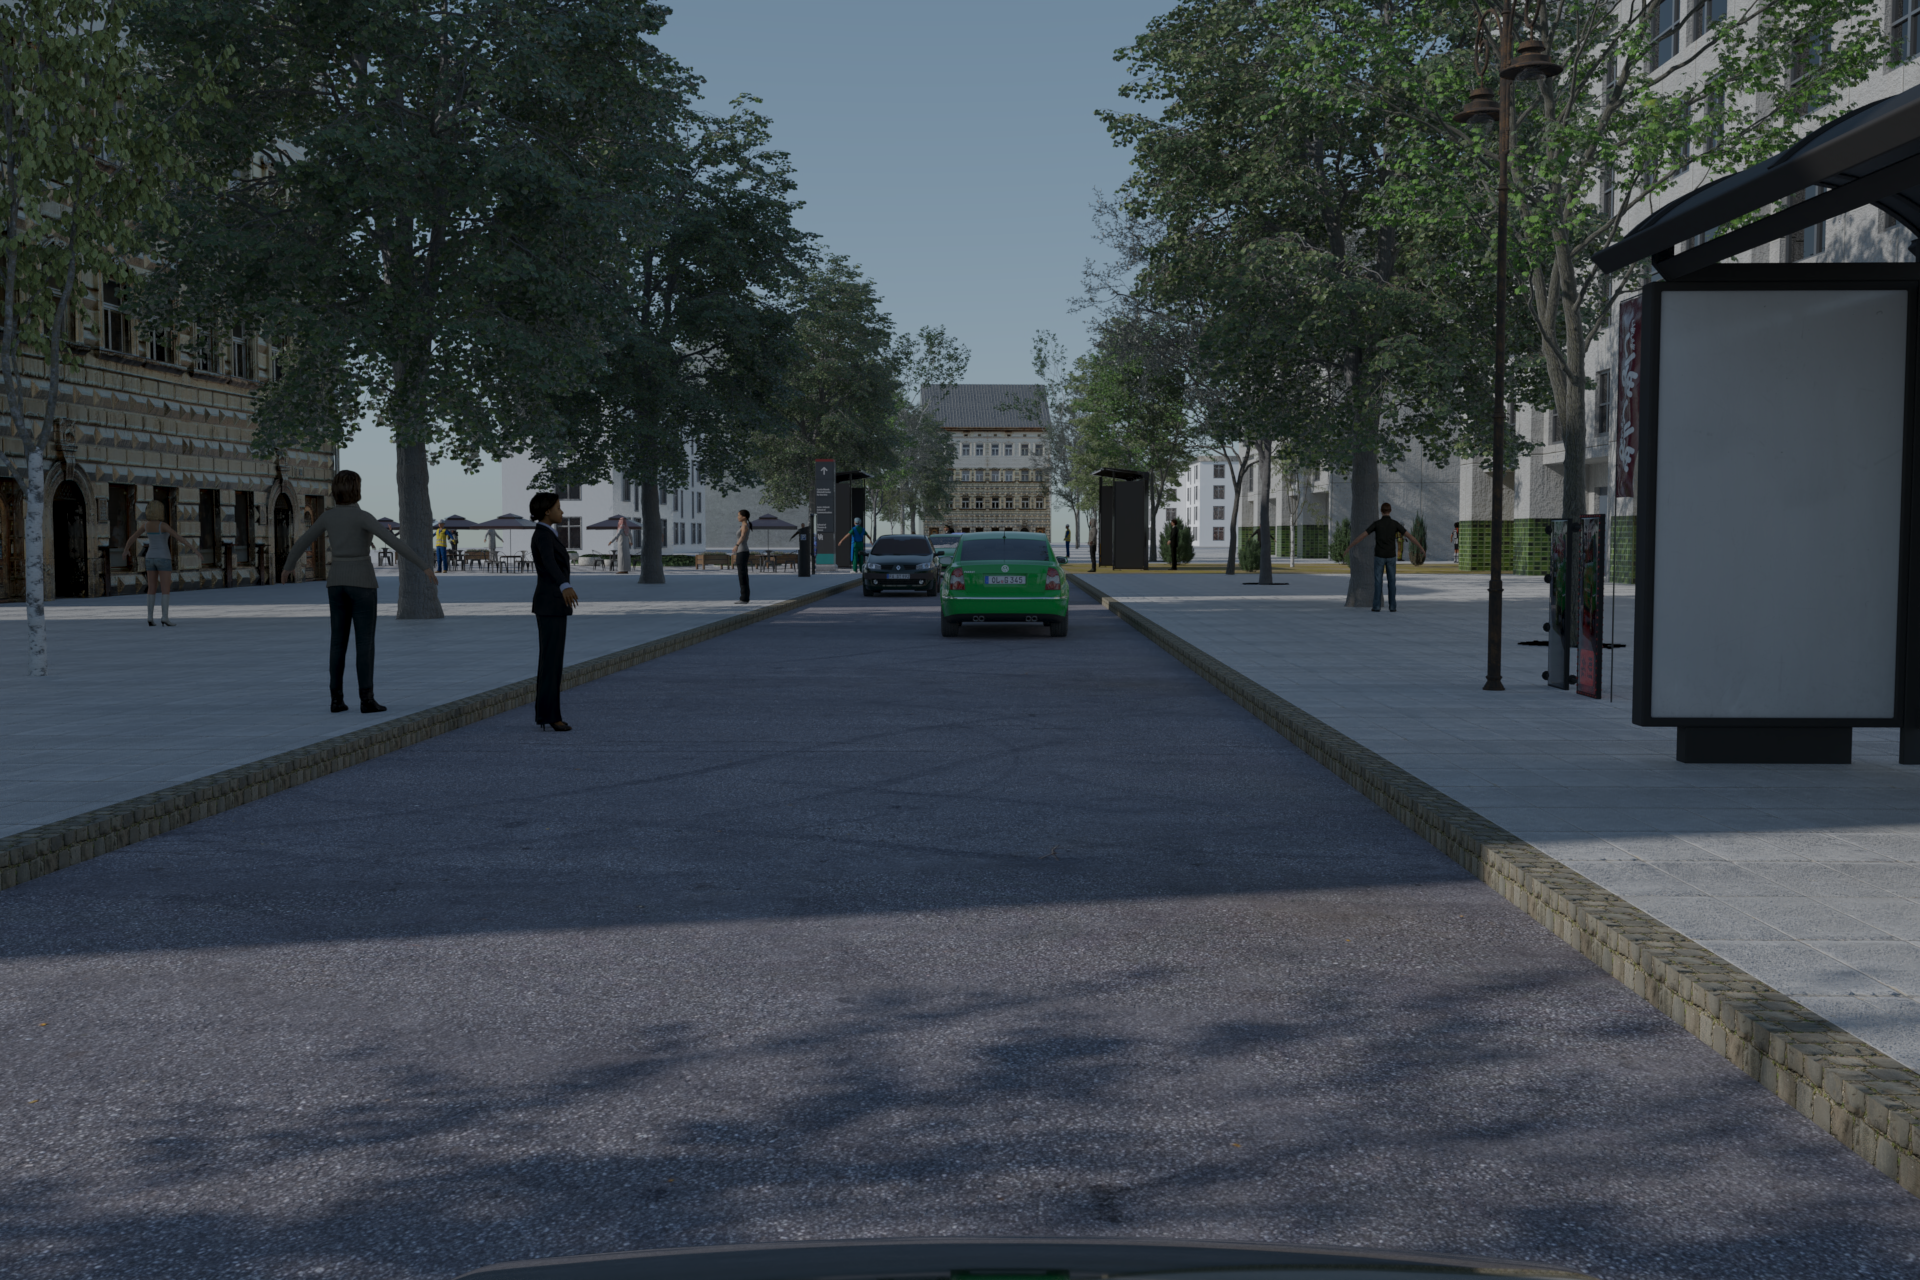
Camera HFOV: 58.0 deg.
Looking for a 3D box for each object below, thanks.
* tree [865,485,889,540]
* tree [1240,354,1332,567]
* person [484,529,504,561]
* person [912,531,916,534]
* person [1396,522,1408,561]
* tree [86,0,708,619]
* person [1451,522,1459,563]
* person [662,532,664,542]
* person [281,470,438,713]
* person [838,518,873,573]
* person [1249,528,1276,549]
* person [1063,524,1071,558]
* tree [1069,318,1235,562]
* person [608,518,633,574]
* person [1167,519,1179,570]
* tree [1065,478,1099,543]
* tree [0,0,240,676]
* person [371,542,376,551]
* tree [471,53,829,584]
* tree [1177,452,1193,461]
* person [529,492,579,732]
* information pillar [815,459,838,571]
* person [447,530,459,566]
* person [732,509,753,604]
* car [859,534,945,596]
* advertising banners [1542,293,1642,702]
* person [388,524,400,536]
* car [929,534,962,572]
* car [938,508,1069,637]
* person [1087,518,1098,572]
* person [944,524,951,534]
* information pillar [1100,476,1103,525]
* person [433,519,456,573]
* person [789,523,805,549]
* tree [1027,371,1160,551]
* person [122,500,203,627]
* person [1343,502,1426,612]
[{"bbox_3d":[-12.734,-19.487,253.016,7.601,10.594,8.767,0,4,-2],"label":"tree"},{"bbox_3d":[13.043,-7.154,67.334,4.360,8.622,3.978,0,3,0],"label":"tree"},{"bbox_3d":[-20.491,-4.266,75.941,0.705,1.806,1.347,1,4,21],"label":"person"},{"bbox_3d":[-2.615,-5.205,94.361,0.599,1.433,0.991,-1,4,-13],"label":"person"},{"bbox_3d":[20.805,-4.643,81.677,0.705,1.858,1.354,0,4,-3],"label":"person"},{"bbox_3d":[-8.185,-7.288,25.815,9.857,13.997,8.962,0,3,0],"label":"tree"},{"bbox_3d":[22.149,-4.334,77.000,0.704,1.843,1.345,-1,4,-16],"label":"person"},{"bbox_3d":[-14.104,-4.586,80.834,0.705,1.847,1.347,-2,4,-35],"label":"person"},{"bbox_3d":[-4.351,-0.351,12.501,1.215,1.744,0.721,1,4,10],"label":"person"},{"bbox_3d":[-3.402,-3.125,57.225,1.347,1.817,0.704,-3,4,-37],"label":"person"},{"bbox_3d":[13.708,-4.433,78.710,1.346,1.802,0.704,-1,4,-9],"label":"person"},{"bbox_3d":[5.840,-5.413,94.474,0.705,1.833,1.349,1,4,11],"label":"person"},{"bbox_3d":[9.096,-9.421,79.784,9.928,11.665,9.643,0,3,0],"label":"tree"},{"bbox_3d":[-10.858,-3.031,55.711,0.704,1.811,1.347,1,4,22],"label":"person"},{"bbox_3d":[7.527,-3.362,61.154,0.705,1.806,1.347,1,4,15],"label":"person"},{"bbox_3d":[18.857,-20.029,253.226,9.928,11.665,9.643,0,3,0],"label":"tree"},{"bbox_3d":[-8.490,-3.991,15.611,4.737,8.622,4.395,0,3,0],"label":"tree"},{"bbox_3d":[-13.990,-2.106,40.616,0.705,1.807,1.348,-2,4,-34],"label":"person"},{"bbox_3d":[-8.057,-8.435,44.564,9.857,13.997,8.962,0,3,0],"label":"tree"},{"bbox_3d":[33.649,-20.930,252.572,12.009,13.543,11.850,0,3,0],"label":"tree"},{"bbox_3d":[-2.924,-0.215,12.689,0.721,1.740,1.216,-1,4,-18],"label":"person"},{"bbox_3d":[-4.658,-4.323,60.064,0.750,3.857,0.750,0,4,2],"label":"information pillar"},{"bbox_3d":[-20.375,-3.920,69.869,0.705,1.856,1.354,-1,4,-18],"label":"person"},{"bbox_3d":[-4.066,-1.533,31.882,0.721,1.737,1.217,0,4,-1],"label":"person"},{"bbox_3d":[-1.349,-1.910,41.021,2.009,1.686,4.222,0,4,1],"label":"car"},{"bbox_3d":[4.968,-1.066,13.615,0.090,3.025,2.074,0,4,1],"label":"advertising banners"},{"bbox_3d":[-17.322,-2.868,53.734,0.445,1.727,0.742,3,5,40],"label":"person"},{"bbox_3d":[-0.415,-2.850,58.394,2.131,1.459,4.920,0,4,1],"label":"car"},{"bbox_3d":[0.641,-1.022,25.498,1.959,1.807,4.718,0,4,1],"label":"car"},{"bbox_3d":[4.442,-3.188,58.255,0.705,1.813,1.348,0,4,1],"label":"person"},{"bbox_3d":[-0.561,-3.921,72.494,0.705,1.837,1.347,-1,4,-14],"label":"person"},{"bbox_3d":[5.720,-4.821,70.170,0.183,3.616,0.504,0,4,2],"label":"information pillar"},{"bbox_3d":[-17.115,-3.093,57.032,1.216,1.772,0.721,1,4,19],"label":"person"},{"bbox_3d":[-7.512,-4.695,82.908,1.346,1.812,0.704,0,4,-7],"label":"person"},{"bbox_3d":[10.052,-13.321,128.172,12.009,13.543,11.850,0,3,0],"label":"tree"},{"bbox_3d":[-11.125,-1.072,24.132,1.214,1.753,0.721,1,4,9],"label":"person"},{"bbox_3d":[7.022,-1.370,28.611,1.348,1.803,0.705,0,4,7],"label":"person"}]
